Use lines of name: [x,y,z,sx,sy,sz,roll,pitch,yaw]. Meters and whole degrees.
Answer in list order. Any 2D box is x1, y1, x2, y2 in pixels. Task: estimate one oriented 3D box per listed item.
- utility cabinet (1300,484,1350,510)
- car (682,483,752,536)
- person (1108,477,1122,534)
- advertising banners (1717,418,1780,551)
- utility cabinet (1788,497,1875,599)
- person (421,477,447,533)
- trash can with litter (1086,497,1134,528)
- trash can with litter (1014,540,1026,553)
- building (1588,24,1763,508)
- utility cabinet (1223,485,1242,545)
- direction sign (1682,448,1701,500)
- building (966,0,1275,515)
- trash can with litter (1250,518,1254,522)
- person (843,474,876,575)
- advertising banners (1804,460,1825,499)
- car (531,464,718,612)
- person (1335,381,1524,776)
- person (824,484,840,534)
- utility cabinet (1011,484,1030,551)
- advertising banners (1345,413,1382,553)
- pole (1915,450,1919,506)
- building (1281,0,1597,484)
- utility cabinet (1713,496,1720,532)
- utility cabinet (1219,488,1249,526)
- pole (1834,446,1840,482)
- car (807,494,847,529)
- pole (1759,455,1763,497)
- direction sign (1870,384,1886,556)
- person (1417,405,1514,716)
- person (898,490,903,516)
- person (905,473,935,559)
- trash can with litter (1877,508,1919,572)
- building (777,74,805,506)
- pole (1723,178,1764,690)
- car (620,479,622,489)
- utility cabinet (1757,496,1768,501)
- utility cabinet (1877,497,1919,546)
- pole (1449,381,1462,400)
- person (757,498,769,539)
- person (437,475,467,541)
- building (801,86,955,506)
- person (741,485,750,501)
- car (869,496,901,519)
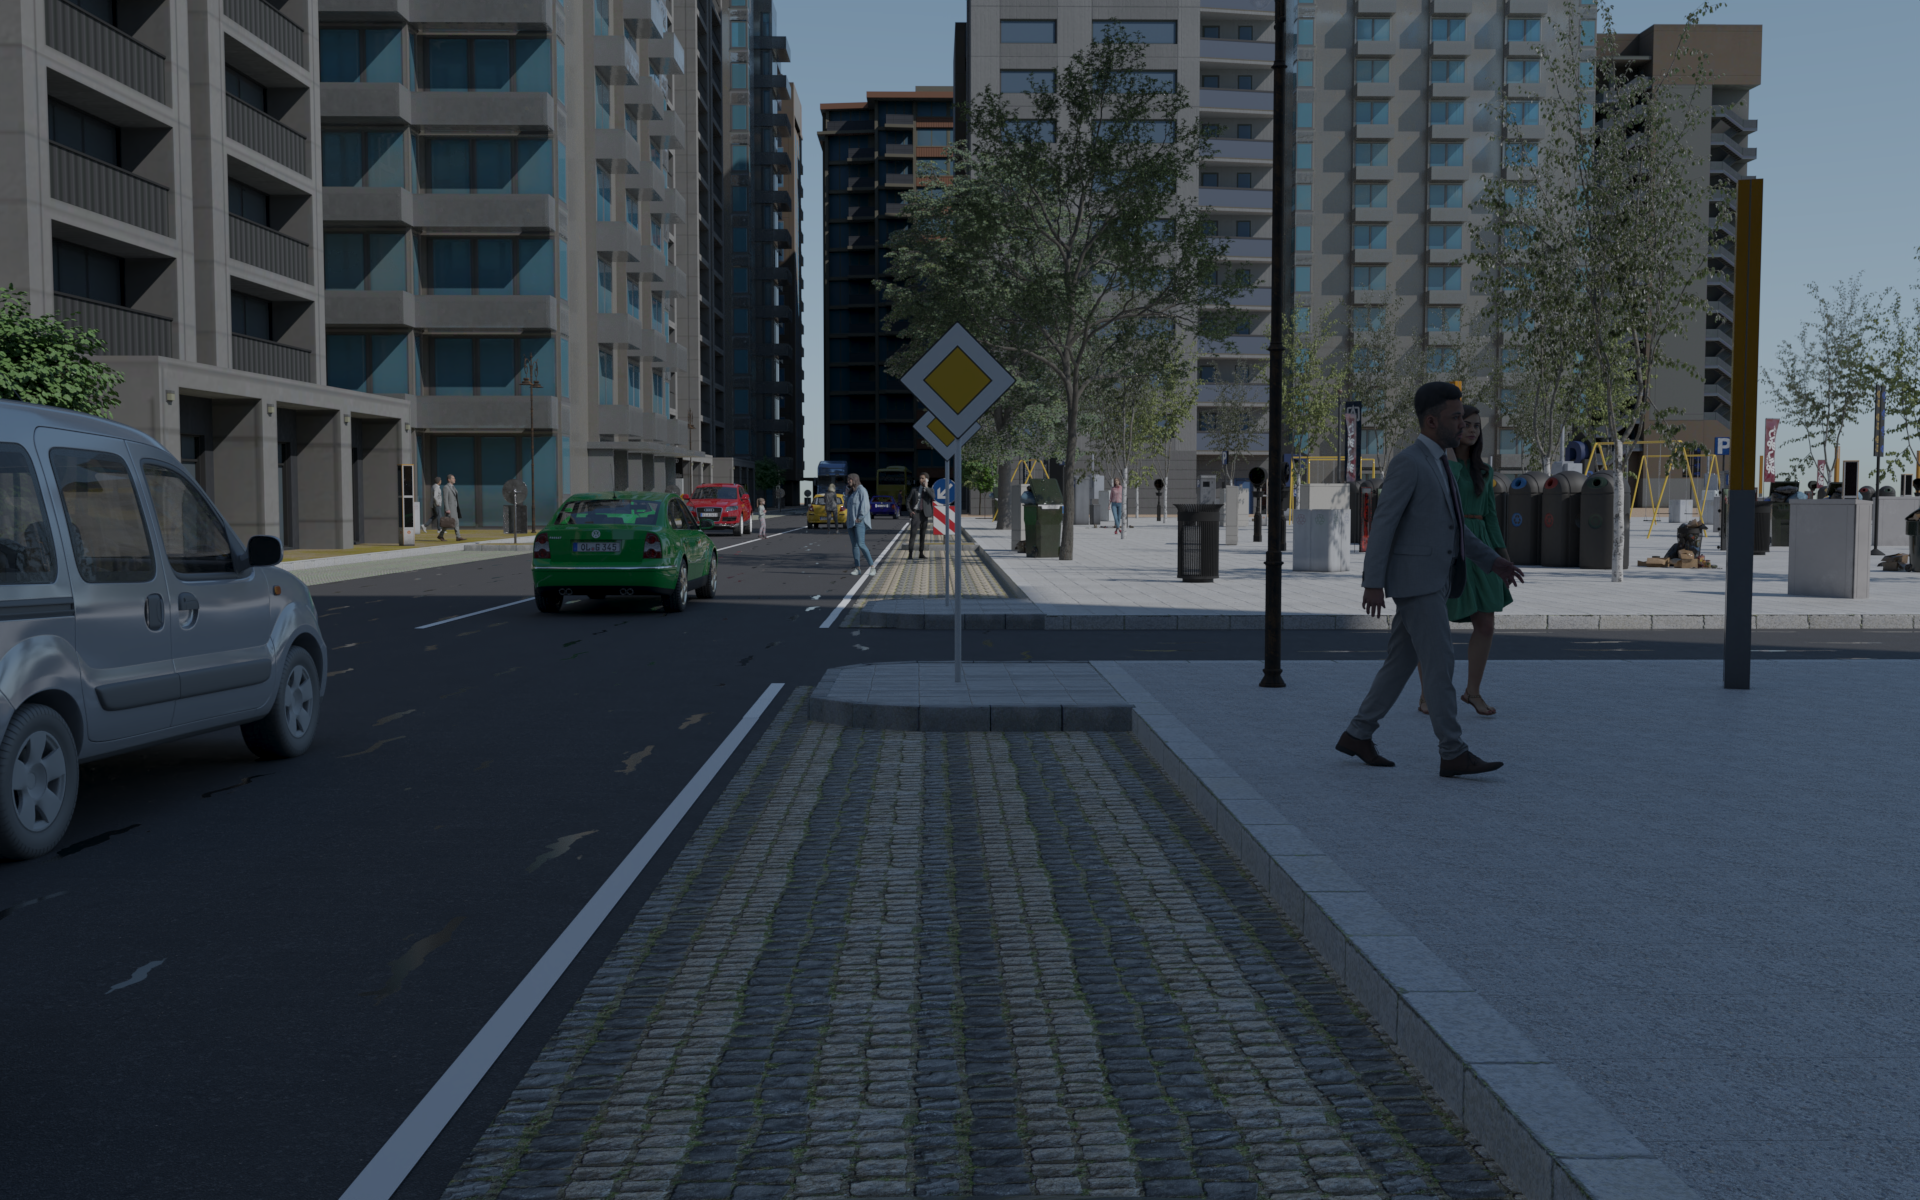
utility cabinet: [7.729,-1.718,36.767,1.173,1.500,0.318,-2,4,-33]
car: [-8.407,-3.151,60.187,2.281,1.827,5.304,0,4,-1]
person: [4.979,-2.999,55.079,0.555,1.821,0.388,0,4,-5]
advertising banners: [18.045,-2.654,39.579,2.074,3.025,0.090,-2,4,-30]
utility cabinet: [10.878,-0.643,21.670,0.306,1.237,1.020,-1,4,-20]
person: [-17.287,-3.119,56.892,0.795,1.843,0.661,-2,4,-24]
trash can with litter: [5.674,-3.315,65.255,2.233,1.210,1.678,-1,4,-19]
trash can with litter: [1.549,-1.596,37.486,0.624,1.170,1.055,-2,4,-34]
building: [64.724,-31.410,163.666,14.200,45.320,14.600,0,4,-1]
utility cabinet: [6.898,-2.150,43.828,0.318,1.500,1.173,1,4,10]
direction sign: [34.223,-5.448,81.066,0.379,3.537,0.876,-3,4,-39]
building: [10.936,-35.343,119.859,21.231,58.520,28.212,0,4,-1]
trash can with litter: [13.003,-4.265,80.789,2.233,1.210,1.678,1,4,9]
person: [-1.777,-1.340,30.668,0.793,1.790,0.793,1,4,21]
advertising banners: [42.921,-5.594,87.653,2.074,3.025,0.090,-1,4,-13]
car: [-4.239,-0.831,22.378,1.959,1.807,4.718,0,4,0]
person: [2.126,-0.101,7.970,0.850,1.792,0.678,2,4,35]
person: [-4.618,-3.271,62.171,0.537,1.800,0.526,1,4,23]
utility cabinet: [1.648,-1.848,38.888,0.318,1.500,1.173,3,5,44]
advertising banners: [8.948,-2.564,38.112,0.090,3.025,2.074,3,5,41]
pole: [44.747,-5.324,80.888,0.158,3.312,0.155,0,3,0]
building: [41.490,-32.965,158.581,30.456,49.044,23.786,0,4,-1]
utility cabinet: [25.688,-2.849,57.749,1.020,1.237,0.306,2,4,31]
utility cabinet: [10.768,-3.632,68.069,1.173,1.500,0.318,-2,4,-25]
pole: [37.426,-4.900,73.963,0.158,3.312,0.155,0,3,0]
car: [-5.434,-3.826,72.775,2.015,1.641,3.980,0,4,1]
pole: [42.313,-5.975,91.530,0.158,3.312,0.155,0,3,0]
direction sign: [19.182,-2.703,36.188,0.379,3.537,0.876,3,4,38]
person: [2.884,-0.228,10.018,0.600,1.795,0.529,-2,4,-27]
person: [-3.901,-6.331,112.924,0.530,1.710,0.541,1,4,11]
person: [-0.857,-1.845,38.034,0.648,1.900,0.474,-1,4,-15]
trash can with litter: [15.670,-1.050,28.560,0.624,1.170,1.055,-2,4,-27]
building: [-24.212,-32.714,184.992,14.200,45.320,14.600,0,4,-1]
pole: [5.134,-1.071,11.356,0.158,3.312,0.155,0,3,0]
car: [-8.526,-2.046,42.256,1.959,1.807,4.718,0,4,1]
utility cabinet: [21.071,-2.052,44.718,0.306,1.237,1.020,-2,4,-24]
utility cabinet: [23.181,-1.943,42.935,1.020,1.237,0.306,0,4,0]
pole: [8.953,-2.297,31.393,0.158,3.312,0.155,0,3,0]
person: [-6.298,-2.601,55.309,0.394,1.301,0.425,-1,4,-11]
person: [-13.813,-2.503,47.065,0.767,1.812,0.694,0,4,4]
building: [-2.239,-32.676,188.884,28.867,44.769,22.147,0,4,-1]
person: [-8.389,-3.577,67.323,0.444,1.785,0.601,-2,4,-32]
car: [-4.414,-5.337,99.836,1.945,1.354,3.894,0,4,0]
